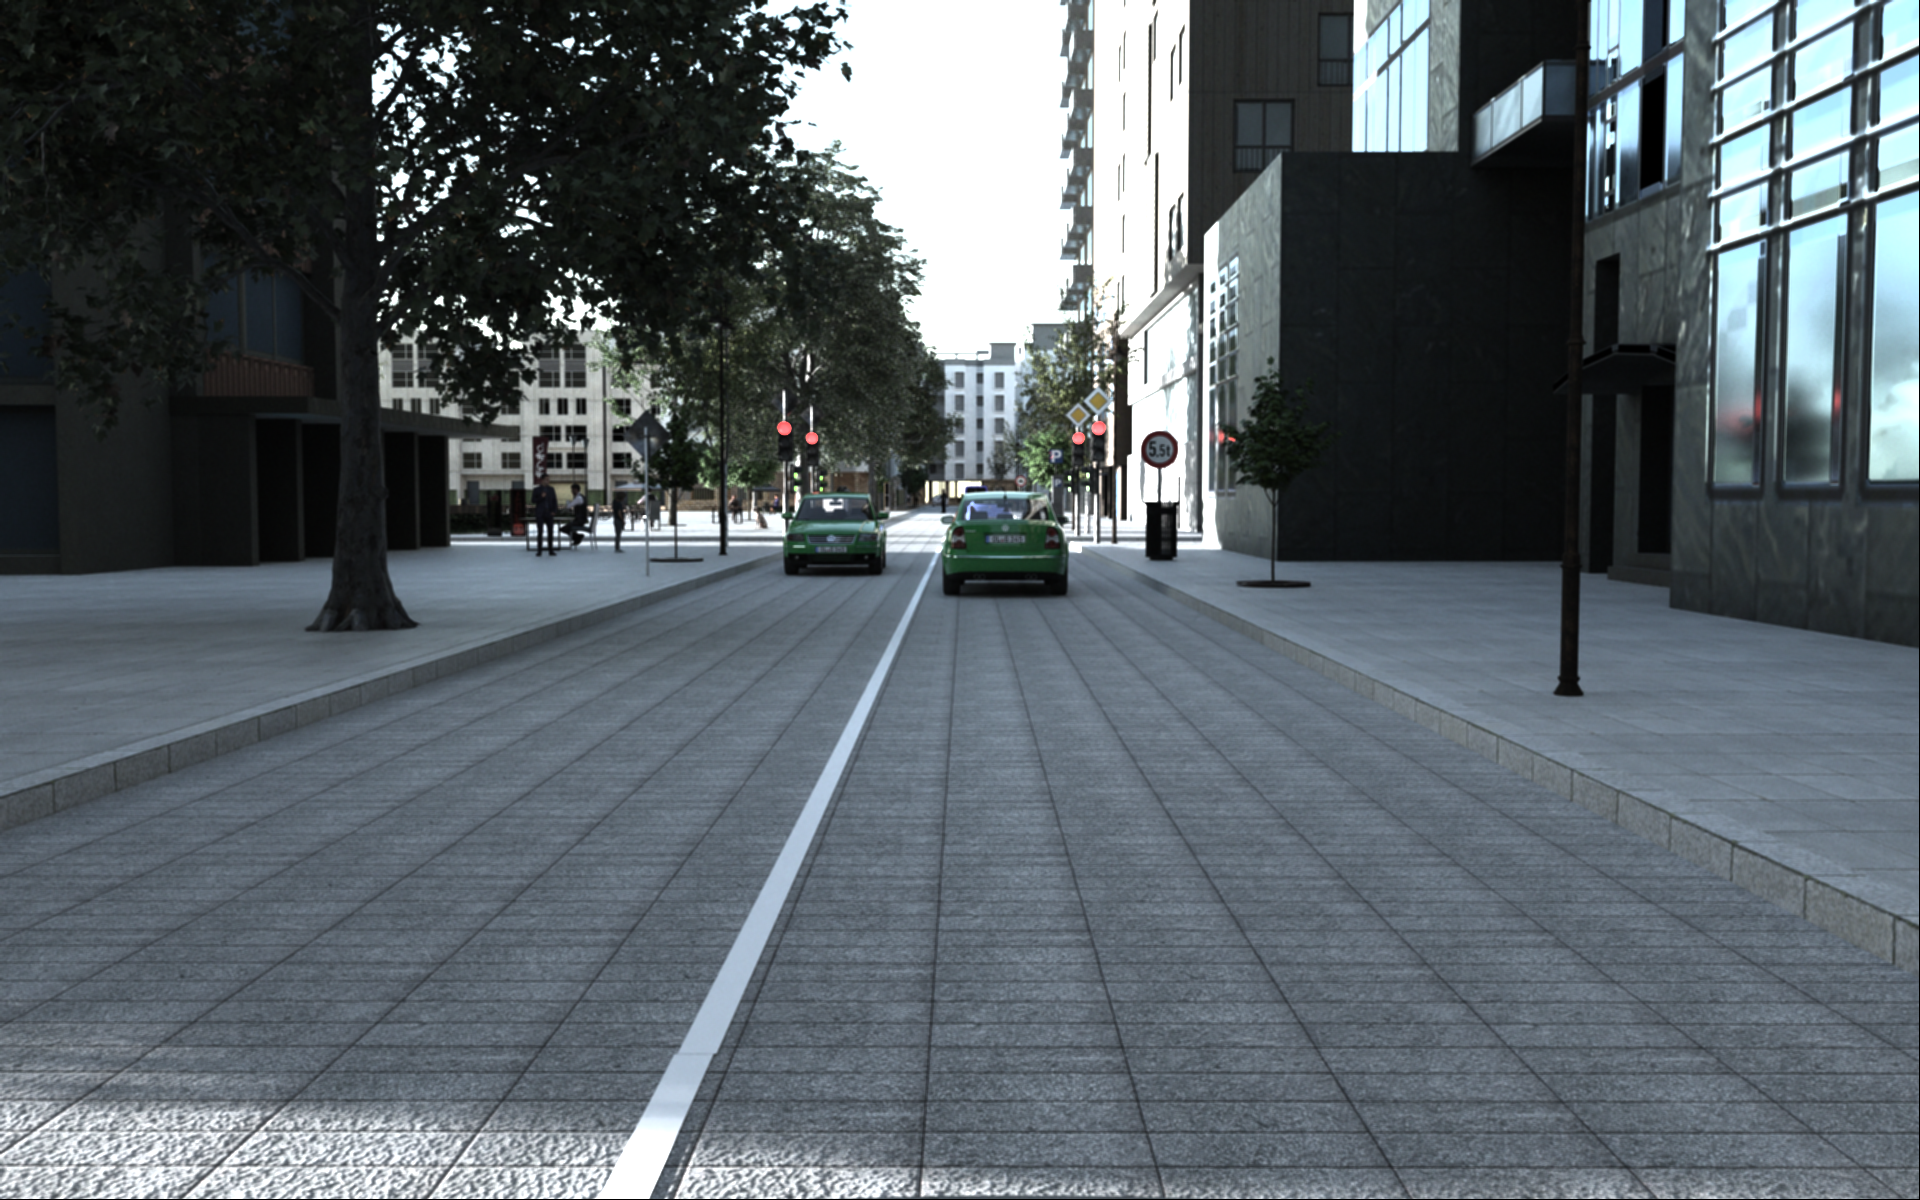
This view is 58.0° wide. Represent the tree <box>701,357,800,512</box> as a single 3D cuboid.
[{"bbox_3d":[-14.838,-12.625,124.541,7.486,12.596,7.792,0,3,0],"label":"tree"}]

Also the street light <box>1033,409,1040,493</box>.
[{"bbox_3d":[4.105,-7.445,94.513,0.468,5.910,1.993,0,4,0],"label":"street light"}]

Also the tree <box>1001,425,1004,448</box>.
[{"bbox_3d":[5.203,-11.055,131.105,4.737,8.622,4.395,0,3,0],"label":"tree"}]

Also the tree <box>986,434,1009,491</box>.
[{"bbox_3d":[4.835,-15.627,205.863,4.360,8.622,3.978,0,3,0],"label":"tree"}]

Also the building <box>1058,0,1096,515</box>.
[{"bbox_3d":[17.906,-30.119,112.062,23.786,49.044,30.456,0,4,0],"label":"building"}]

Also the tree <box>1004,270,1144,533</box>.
[{"bbox_3d":[3.929,-6.472,56.184,4.737,8.622,4.395,0,3,0],"label":"tree"}]

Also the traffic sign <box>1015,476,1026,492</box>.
[{"bbox_3d":[4.191,-7.289,119.278,0.768,2.556,0.104,0,4,2],"label":"traffic sign"}]

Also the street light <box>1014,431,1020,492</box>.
[{"bbox_3d":[4.243,-9.484,127.856,0.468,5.910,1.993,0,4,0],"label":"street light"}]

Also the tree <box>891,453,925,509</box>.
[{"bbox_3d":[-4.393,-12.168,149.304,4.360,8.622,3.978,0,3,0],"label":"tree"}]

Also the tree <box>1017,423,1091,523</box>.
[{"bbox_3d":[4.210,-5.691,76.769,4.285,4.588,4.351,0,3,0],"label":"tree"}]

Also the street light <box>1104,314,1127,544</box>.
[{"bbox_3d":[3.999,-4.399,44.712,0.468,5.910,1.993,0,4,0],"label":"street light"}]

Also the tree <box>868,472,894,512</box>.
[{"bbox_3d":[-5.378,-7.273,113.516,1.663,3.219,1.824,0,3,0],"label":"tree"}]

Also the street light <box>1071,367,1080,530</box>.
[{"bbox_3d":[4.058,-5.430,61.576,0.468,5.910,1.993,0,4,0],"label":"street light"}]

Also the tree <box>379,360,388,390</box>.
[{"bbox_3d":[-22.884,-6.804,61.615,4.360,8.622,3.978,0,3,0],"label":"tree"}]

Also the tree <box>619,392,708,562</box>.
[{"bbox_3d":[-5.430,-2.361,33.201,1.663,3.219,1.824,0,3,0],"label":"tree"}]

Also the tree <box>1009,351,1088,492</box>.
[{"bbox_3d":[4.784,-8.470,88.841,4.360,8.622,3.978,0,3,0],"label":"tree"}]

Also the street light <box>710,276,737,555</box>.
[{"bbox_3d":[-4.996,-3.886,36.328,0.468,5.910,1.993,0,4,0],"label":"street light"}]

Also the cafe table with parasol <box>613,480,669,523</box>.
[{"bbox_3d":[-14.426,-4.519,78.745,2.610,1.966,2.610,0,4,2],"label":"cafe table with parasol"}]

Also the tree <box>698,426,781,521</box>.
[{"bbox_3d":[-10.185,-6.133,83.990,4.285,4.588,4.351,0,3,0],"label":"tree"}]

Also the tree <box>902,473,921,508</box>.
[{"bbox_3d":[-4.853,-10.778,170.827,1.663,3.219,1.824,0,3,0],"label":"tree"}]

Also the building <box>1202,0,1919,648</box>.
[{"bbox_3d":[17.186,-43.588,25.333,22.319,86.520,31.000,0,4,0],"label":"building"}]

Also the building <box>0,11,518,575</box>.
[{"bbox_3d":[-25.909,-23.141,32.977,28.867,44.769,22.147,0,4,0],"label":"building"}]

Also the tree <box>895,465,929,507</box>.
[{"bbox_3d":[-4.599,-11.261,167.822,4.285,4.588,4.351,0,3,0],"label":"tree"}]

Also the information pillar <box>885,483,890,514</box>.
[{"bbox_3d":[-4.643,-6.488,110.567,0.304,2.012,0.304,0,4,7],"label":"information pillar"}]

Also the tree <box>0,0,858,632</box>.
[{"bbox_3d":[-5.614,-6.071,16.262,9.611,12.733,9.660,0,3,0],"label":"tree"}]

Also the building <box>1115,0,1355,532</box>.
[{"bbox_3d":[20.253,-29.263,67.692,27.495,52.752,28.713,0,4,0],"label":"building"}]

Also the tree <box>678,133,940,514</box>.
[{"bbox_3d":[-5.603,-9.396,60.287,9.857,13.997,8.962,0,3,0],"label":"tree"}]

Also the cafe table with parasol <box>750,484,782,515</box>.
[{"bbox_3d":[-12.063,-6.304,107.938,2.610,1.966,2.610,-3,4,-38],"label":"cafe table with parasol"}]

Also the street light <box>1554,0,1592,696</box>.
[{"bbox_3d":[3.890,-2.331,10.893,0.468,5.910,1.993,0,4,0],"label":"street light"}]

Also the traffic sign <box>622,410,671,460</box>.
[{"bbox_3d":[-4.926,-1.679,27.183,0.795,2.593,0.064,1,4,10],"label":"traffic sign"}]

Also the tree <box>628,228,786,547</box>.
[{"bbox_3d":[-5.910,-5.579,41.574,4.737,8.622,4.395,0,3,0],"label":"tree"}]

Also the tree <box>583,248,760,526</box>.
[{"bbox_3d":[-11.538,-8.815,69.874,9.928,11.665,9.643,0,3,0],"label":"tree"}]

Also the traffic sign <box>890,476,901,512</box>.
[{"bbox_3d":[-4.557,-7.467,122.191,0.768,2.556,0.104,0,4,2],"label":"traffic sign"}]

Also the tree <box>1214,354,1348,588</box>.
[{"bbox_3d":[4.284,-1.811,24.211,1.663,3.219,1.824,0,3,0],"label":"tree"}]

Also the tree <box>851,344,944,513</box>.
[{"bbox_3d":[-5.020,-11.003,105.660,9.928,11.665,9.643,0,3,0],"label":"tree"}]

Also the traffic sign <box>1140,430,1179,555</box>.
[{"bbox_3d":[3.989,-2.113,34.654,0.768,2.556,0.104,1,4,8],"label":"traffic sign"}]
